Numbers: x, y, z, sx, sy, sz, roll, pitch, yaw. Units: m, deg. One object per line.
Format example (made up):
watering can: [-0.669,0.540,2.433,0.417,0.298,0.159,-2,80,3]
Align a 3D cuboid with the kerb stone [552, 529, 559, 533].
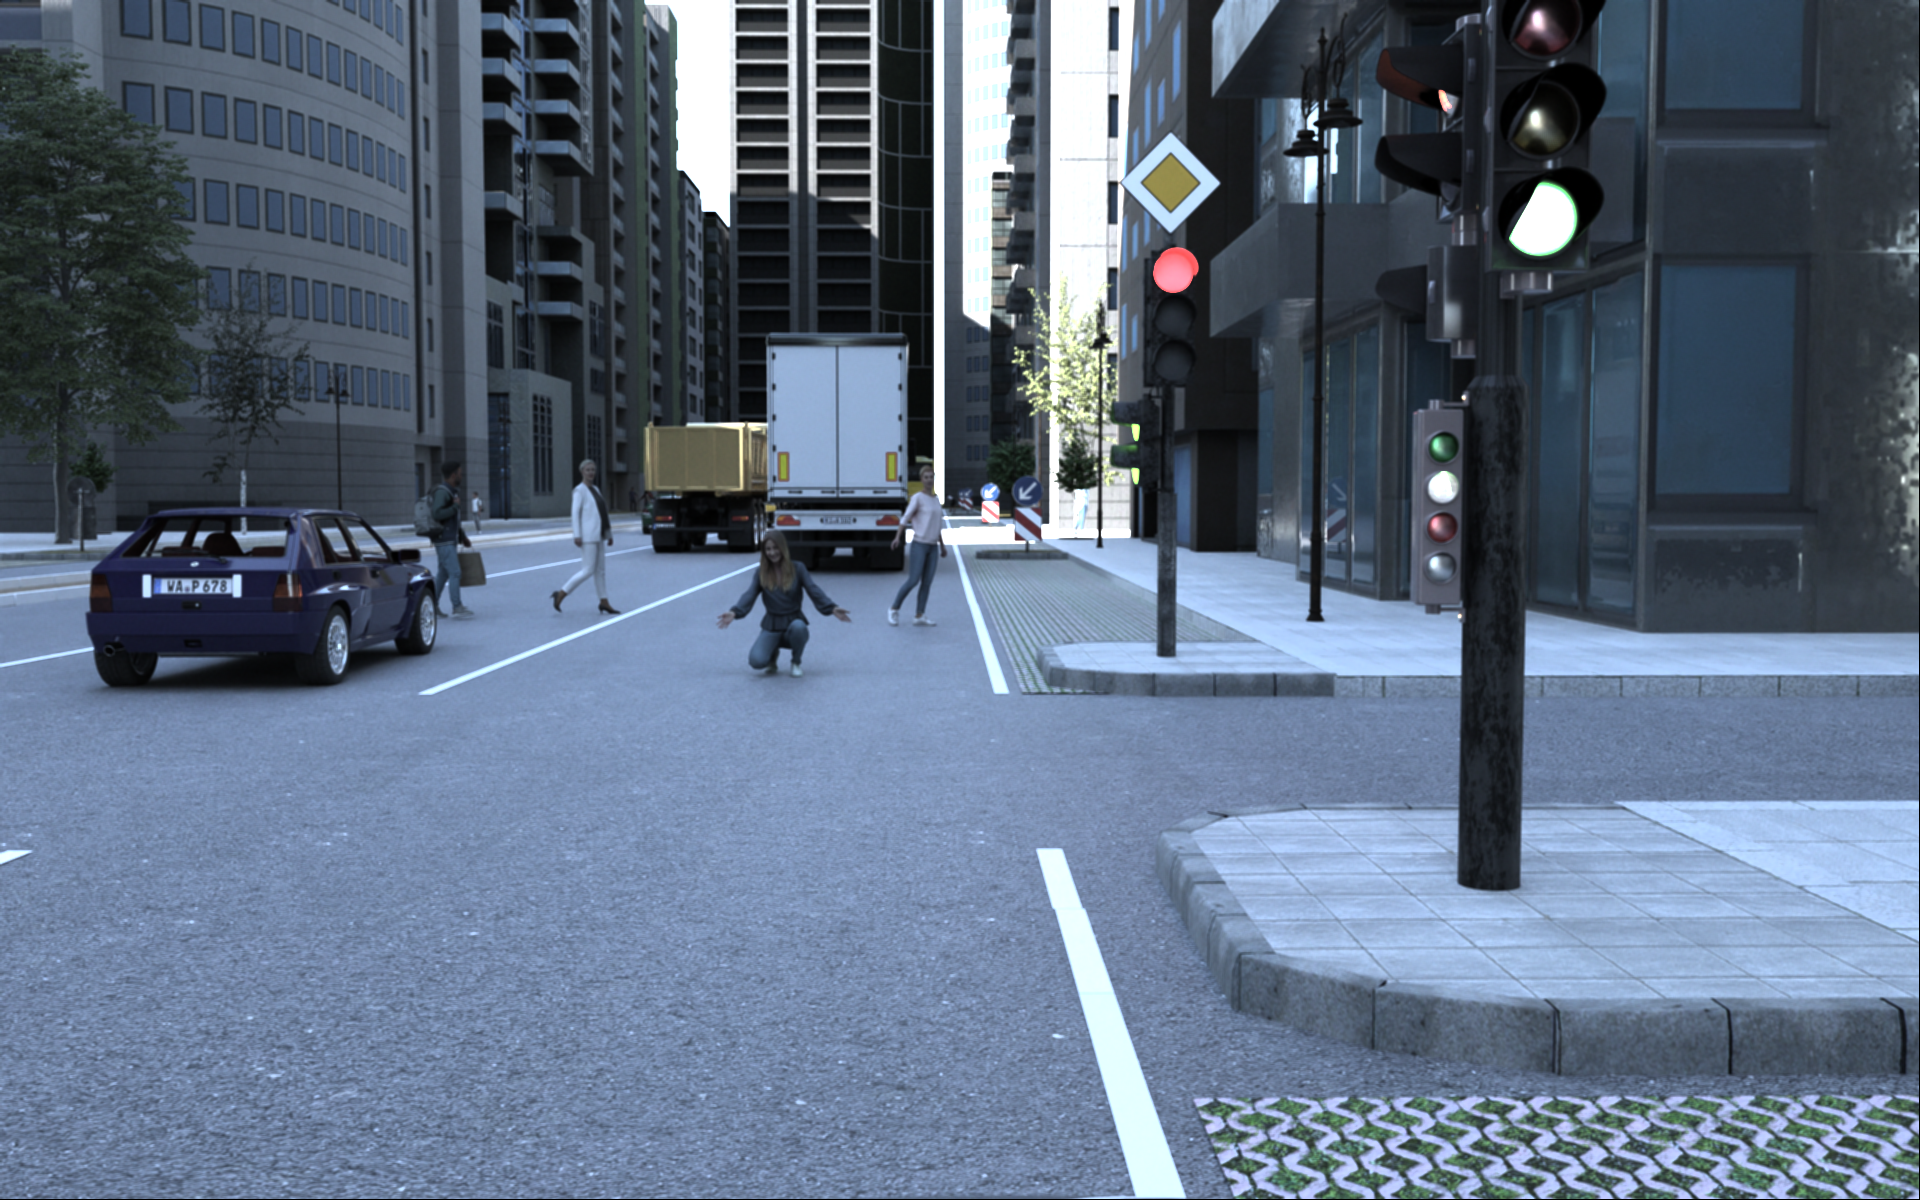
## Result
kerb stone: [-14.810,-2.478,62.771,0.120,0.150,1.000,0,4,-1]

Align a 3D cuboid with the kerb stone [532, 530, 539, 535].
kerb stone: [-14.764,-2.293,59.693,0.120,0.150,1.000,0,4,-1]

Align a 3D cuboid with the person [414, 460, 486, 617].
person: [-5.851,-0.699,19.914,0.713,1.824,0.794,1,4,10]

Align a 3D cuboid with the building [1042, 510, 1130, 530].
building: [13.782,-32.529,73.846,21.231,58.520,28.212,0,4,-1]

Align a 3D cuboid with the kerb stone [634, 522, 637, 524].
kerb stone: [-15.011,-3.485,79.175,0.120,0.150,1.000,0,4,-1]

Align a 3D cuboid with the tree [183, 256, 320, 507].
tree: [-22.467,-6.361,54.368,4.360,8.622,3.978,0,3,0]

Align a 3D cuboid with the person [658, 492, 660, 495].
person: [-23.011,-7.578,133.131,0.628,1.438,0.799,0,4,6]

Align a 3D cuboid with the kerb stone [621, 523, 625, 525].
kerb stone: [-14.972,-3.294,76.102,0.120,0.150,1.000,0,4,-1]

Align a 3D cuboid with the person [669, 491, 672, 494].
person: [-20.636,-6.961,122.756,0.568,1.767,0.683,2,4,34]

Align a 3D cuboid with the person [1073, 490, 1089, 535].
person: [3.808,-2.946,54.477,0.793,1.790,0.793,3,5,44]

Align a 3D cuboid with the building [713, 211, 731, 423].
building: [-30.900,-24.878,178.462,14.107,30.474,14.160,0,4,-1]

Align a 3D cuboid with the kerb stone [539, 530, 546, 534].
kerb stone: [-14.783,-2.356,60.716,0.120,0.150,1.000,0,4,-1]

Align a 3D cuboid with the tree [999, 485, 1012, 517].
tree: [2.805,-6.367,98.698,1.663,3.219,1.824,0,3,0]

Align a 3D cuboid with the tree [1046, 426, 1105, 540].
tree: [3.182,-3.339,49.202,1.663,3.219,1.824,0,3,0]

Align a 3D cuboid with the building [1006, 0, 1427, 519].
building: [14.437,-30.257,114.318,23.786,49.044,30.456,0,4,-1]

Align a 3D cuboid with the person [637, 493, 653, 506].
person: [-18.446,-5.725,102.042,1.348,1.831,0.705,2,4,33]

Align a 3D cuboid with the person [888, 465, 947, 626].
person: [-0.537,-0.591,18.840,0.598,1.740,0.731,2,4,29]

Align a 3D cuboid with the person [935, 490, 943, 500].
person: [-2.153,-8.590,148.974,1.348,1.821,0.705,0,4,-3]

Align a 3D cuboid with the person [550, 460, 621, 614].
person: [-4.474,-0.751,20.650,0.818,1.842,0.514,0,4,-5]

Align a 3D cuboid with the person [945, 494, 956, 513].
person: [-0.730,-7.321,131.384,0.799,1.438,0.628,-1,4,-12]

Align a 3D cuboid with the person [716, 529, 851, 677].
person: [-1.339,0.022,13.644,1.012,1.151,0.738,0,4,6]

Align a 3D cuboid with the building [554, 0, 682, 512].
building: [-30.662,-27.922,140.122,14.154,41.232,14.086,0,4,-1]

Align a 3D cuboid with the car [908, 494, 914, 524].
car: [-2.102,-3.961,74.980,2.015,1.641,3.980,0,4,0]

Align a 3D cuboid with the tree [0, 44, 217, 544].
tree: [-22.996,-7.741,44.697,7.486,12.596,7.792,0,3,0]

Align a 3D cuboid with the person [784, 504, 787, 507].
person: [-10.355,-5.733,102.374,0.705,1.807,1.348,1,4,16]

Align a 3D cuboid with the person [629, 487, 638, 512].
person: [-23.157,-7.132,123.107,0.568,1.767,0.683,2,4,27]

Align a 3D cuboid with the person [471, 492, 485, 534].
person: [-17.435,-3.149,62.584,0.503,1.515,0.523,0,4,3]

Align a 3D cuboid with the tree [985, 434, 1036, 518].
tree: [2.828,-6.740,93.920,4.285,4.588,4.351,0,3,0]

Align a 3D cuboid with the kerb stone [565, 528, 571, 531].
kerb stone: [-14.827,-2.607,64.820,0.120,0.150,1.000,0,4,-1]

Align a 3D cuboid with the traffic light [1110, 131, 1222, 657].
traffic light: [1.614,-1.509,13.587,0.839,4.253,0.868,0,4,-1]

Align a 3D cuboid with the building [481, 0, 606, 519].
building: [-33.545,-48.286,102.141,22.319,86.520,31.000,0,4,-1]

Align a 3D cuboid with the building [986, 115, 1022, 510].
building: [12.687,-42.871,139.187,20.563,71.187,20.611,0,4,-1]

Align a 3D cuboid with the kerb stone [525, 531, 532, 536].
kerb stone: [-14.751,-2.231,58.671,0.120,0.150,1.000,0,4,-1]

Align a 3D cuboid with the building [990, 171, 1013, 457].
building: [9.679,-23.610,157.721,14.160,30.474,14.107,0,4,-1]

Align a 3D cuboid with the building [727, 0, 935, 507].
building: [-12.937,-45.436,181.137,20.611,71.187,20.563,0,4,-1]

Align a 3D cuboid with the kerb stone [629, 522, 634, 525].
kerb stone: [-14.994,-3.422,78.148,0.120,0.150,1.000,0,4,-1]

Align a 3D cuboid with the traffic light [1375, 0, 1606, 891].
traffic light: [-0.378,-1.882,5.435,4.771,5.953,1.251,0,4,-1]

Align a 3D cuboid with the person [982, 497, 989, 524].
person: [1.230,-4.593,83.770,0.419,1.800,0.721,-1,4,-11]

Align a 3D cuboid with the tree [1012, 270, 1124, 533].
tree: [3.807,-6.492,56.507,4.737,8.622,4.395,0,3,0]

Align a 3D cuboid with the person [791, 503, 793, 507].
person: [-14.642,-8.774,151.917,1.348,1.831,0.705,-3,5,-44]

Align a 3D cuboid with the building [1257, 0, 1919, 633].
building: [18.915,-24.742,24.141,30.456,49.044,23.786,0,4,-1]

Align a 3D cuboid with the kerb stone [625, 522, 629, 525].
kerb stone: [-14.984,-3.360,77.125,0.120,0.150,1.000,0,4,-1]

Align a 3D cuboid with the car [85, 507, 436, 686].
car: [-5.572,-0.105,14.295,1.945,1.354,3.894,0,4,-2]

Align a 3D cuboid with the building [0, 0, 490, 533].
building: [-33.477,-32.255,69.375,21.231,58.520,28.212,0,4,-1]

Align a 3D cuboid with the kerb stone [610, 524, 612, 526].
kerb stone: [-14.943,-3.106,73.032,0.120,0.150,1.000,0,4,-1]

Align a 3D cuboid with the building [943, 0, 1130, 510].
building: [12.356,-39.145,182.024,28.212,58.520,21.231,0,4,-1]

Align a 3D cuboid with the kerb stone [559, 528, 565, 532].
kerb stone: [-14.822,-2.544,63.797,0.120,0.150,1.000,0,4,-1]

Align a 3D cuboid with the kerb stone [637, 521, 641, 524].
kerb stone: [-15.022,-3.548,80.198,0.120,0.150,1.000,0,4,-1]

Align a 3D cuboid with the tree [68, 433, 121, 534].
tree: [-27.874,-3.730,55.592,1.663,3.219,1.824,0,3,0]

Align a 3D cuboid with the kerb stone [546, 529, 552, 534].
kerb stone: [-14.800,-2.415,61.743,0.120,0.150,1.000,0,4,-1]

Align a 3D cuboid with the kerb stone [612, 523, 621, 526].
kerb stone: [-14.953,-3.230,75.080,0.120,0.150,1.000,0,4,-1]

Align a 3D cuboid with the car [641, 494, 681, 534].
car: [-10.438,-3.165,63.550,2.131,1.459,4.920,0,4,1]

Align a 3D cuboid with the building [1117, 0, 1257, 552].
building: [11.695,-24.069,43.646,14.600,45.320,14.200,0,4,-1]

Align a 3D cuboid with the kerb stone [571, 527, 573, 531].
kerb stone: [-14.846,-2.670,65.845,0.120,0.150,1.000,0,4,-1]

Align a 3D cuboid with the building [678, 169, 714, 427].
building: [-30.596,-23.539,156.571,14.107,30.474,14.160,0,4,-1]

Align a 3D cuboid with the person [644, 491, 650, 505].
person: [-17.473,-5.381,97.203,0.721,1.735,1.217,-1,4,-16]
